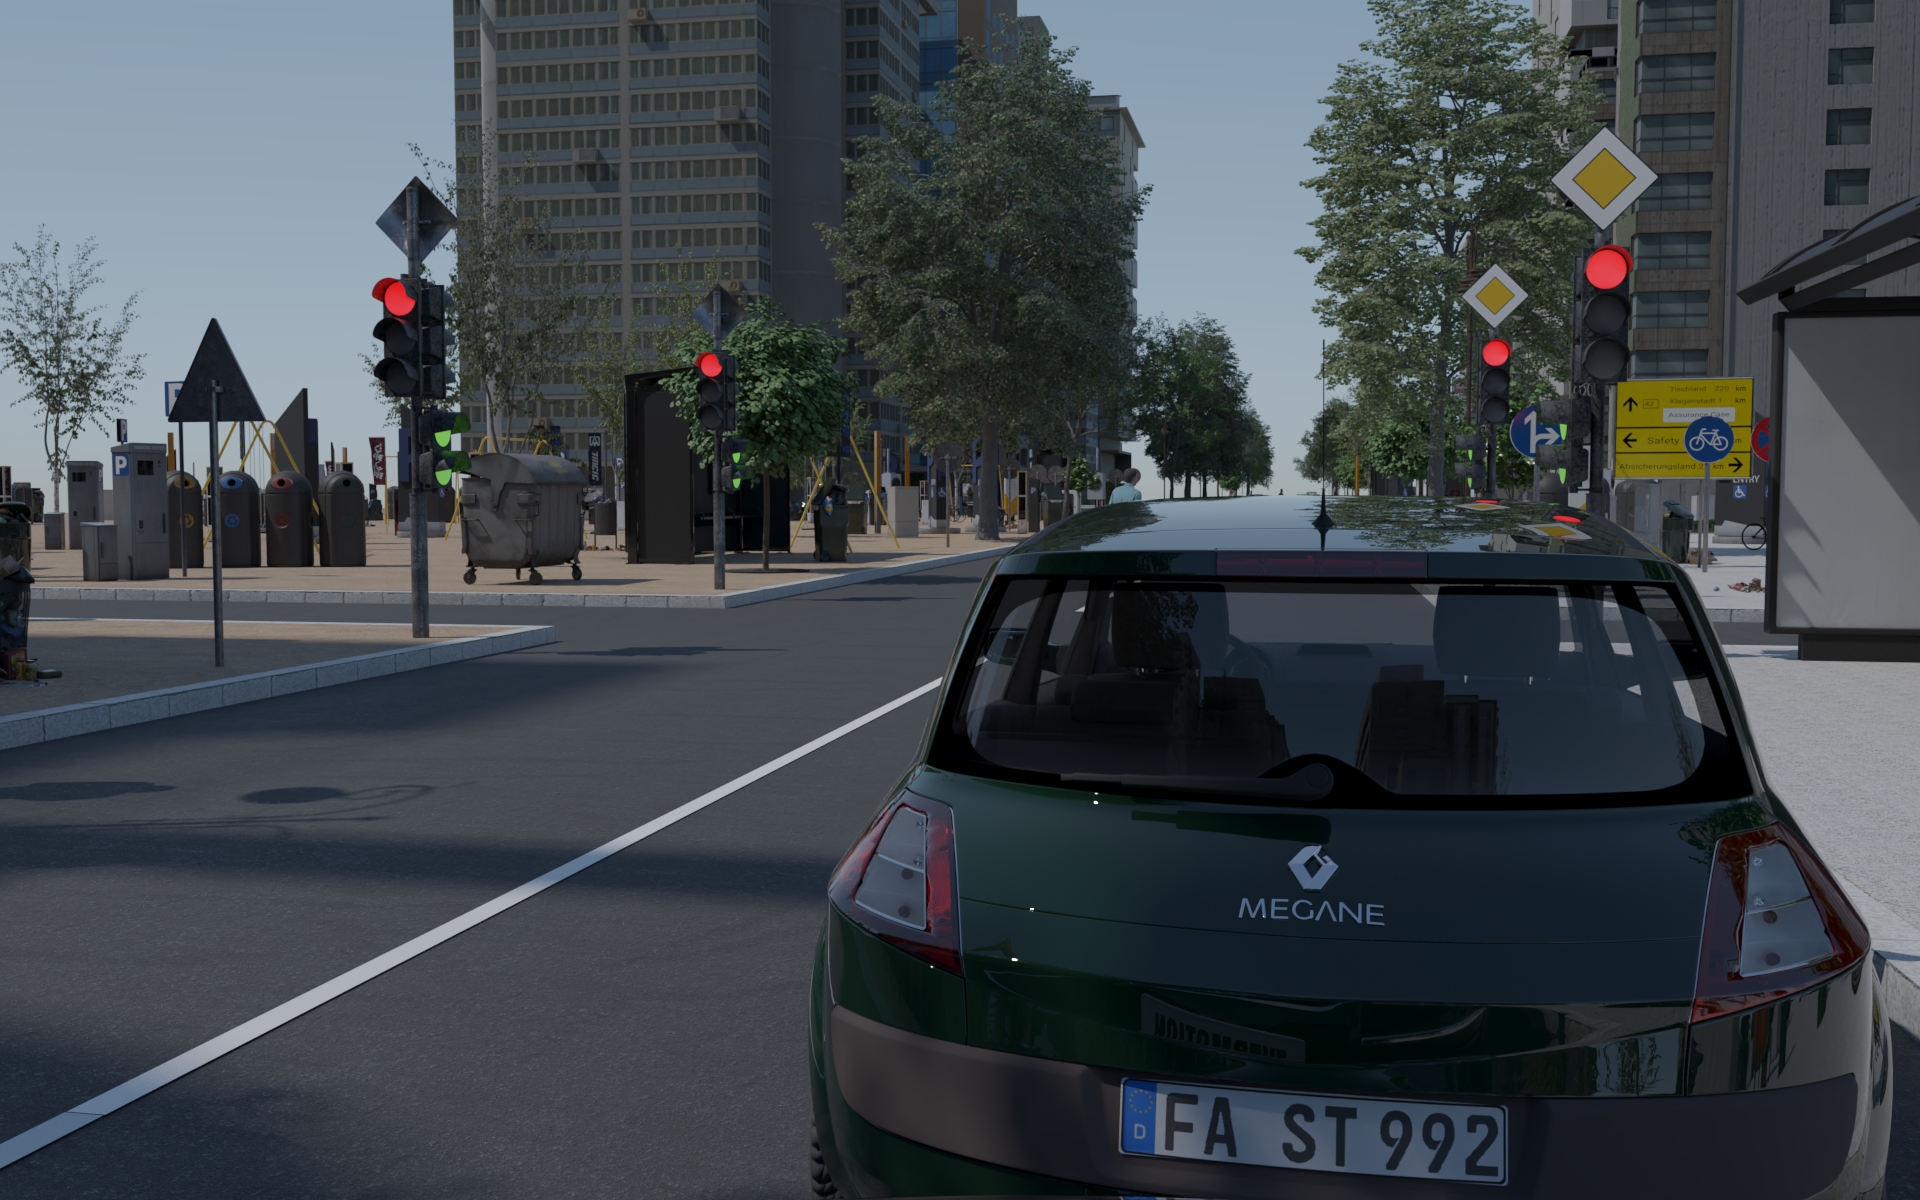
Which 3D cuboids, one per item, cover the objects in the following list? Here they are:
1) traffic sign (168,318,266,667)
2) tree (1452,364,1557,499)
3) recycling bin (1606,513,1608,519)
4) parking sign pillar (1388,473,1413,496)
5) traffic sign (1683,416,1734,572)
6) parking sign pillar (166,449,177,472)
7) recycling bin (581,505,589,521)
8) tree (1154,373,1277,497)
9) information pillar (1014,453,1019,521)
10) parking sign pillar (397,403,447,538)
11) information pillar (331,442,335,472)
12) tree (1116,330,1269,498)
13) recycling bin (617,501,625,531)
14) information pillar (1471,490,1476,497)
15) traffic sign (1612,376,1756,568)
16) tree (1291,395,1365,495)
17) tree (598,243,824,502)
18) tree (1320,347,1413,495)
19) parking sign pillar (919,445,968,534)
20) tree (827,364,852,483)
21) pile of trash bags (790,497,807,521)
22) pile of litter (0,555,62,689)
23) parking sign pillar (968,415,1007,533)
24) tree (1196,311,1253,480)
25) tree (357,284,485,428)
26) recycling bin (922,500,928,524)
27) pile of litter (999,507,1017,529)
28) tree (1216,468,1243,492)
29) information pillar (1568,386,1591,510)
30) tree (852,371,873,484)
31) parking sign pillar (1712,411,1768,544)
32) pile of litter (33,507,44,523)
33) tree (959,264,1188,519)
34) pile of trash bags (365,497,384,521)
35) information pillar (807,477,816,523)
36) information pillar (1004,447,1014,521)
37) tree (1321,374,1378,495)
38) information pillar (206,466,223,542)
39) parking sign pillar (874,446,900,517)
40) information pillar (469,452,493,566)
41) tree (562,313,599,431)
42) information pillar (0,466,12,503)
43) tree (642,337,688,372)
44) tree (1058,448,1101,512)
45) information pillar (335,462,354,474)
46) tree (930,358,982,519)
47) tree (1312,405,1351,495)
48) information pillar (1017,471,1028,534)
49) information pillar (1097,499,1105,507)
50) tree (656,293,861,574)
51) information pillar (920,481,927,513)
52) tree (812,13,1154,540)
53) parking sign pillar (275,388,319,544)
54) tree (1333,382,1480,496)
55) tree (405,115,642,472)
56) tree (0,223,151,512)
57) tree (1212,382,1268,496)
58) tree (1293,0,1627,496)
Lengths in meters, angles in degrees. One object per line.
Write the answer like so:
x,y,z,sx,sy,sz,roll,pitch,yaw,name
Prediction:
-5.510,-0.784,12.816,0.884,2.594,0.081,1,4,19,traffic sign
8.259,-1.920,25.992,1.663,3.219,1.824,0,3,0,tree
8.098,-0.643,23.061,0.722,1.027,0.722,-2,4,-30,recycling bin
17.531,-4.917,68.867,1.447,3.967,1.447,3,5,41,parking sign pillar
12.197,-1.724,28.286,0.768,2.556,0.104,1,4,13,traffic sign
-47.418,-7.031,103.423,1.447,3.967,1.447,1,4,22,parking sign pillar
-18.351,-4.383,84.221,0.722,1.027,0.722,-2,4,-25,recycling bin
21.576,-14.435,153.023,9.611,12.733,9.660,0,3,0,tree
2.548,-5.503,81.330,0.504,3.616,0.183,-2,4,-24,information pillar
-15.939,-3.839,51.234,1.447,3.967,1.447,1,4,9,parking sign pillar
-28.230,-5.301,78.024,0.183,3.616,0.504,-1,4,-10,information pillar
13.530,-11.343,111.218,9.928,11.665,9.643,0,3,0,tree
-11.584,-2.966,61.049,0.722,1.027,0.722,3,4,36,recycling bin
21.585,-4.983,72.823,0.183,3.616,0.504,0,4,-3,information pillar
12.602,-2.224,30.238,2.265,3.308,0.079,1,4,19,traffic sign
43.515,-17.323,200.239,9.611,12.733,9.660,0,3,0,tree
-7.377,-6.180,51.402,4.737,8.622,4.395,0,3,0,tree
20.640,-8.218,84.733,4.360,8.622,3.978,0,3,0,tree
-0.701,-4.138,56.128,1.447,3.967,1.447,-1,4,-12,parking sign pillar
-7.662,-7.391,71.208,4.737,8.622,4.395,0,3,0,tree
-8.771,-4.530,83.823,3.447,1.369,1.912,3,4,37,pile of trash bags
-6.886,0.123,11.948,1.176,0.858,1.719,-2,4,-32,pile of litter
0.867,-4.270,58.293,1.447,3.967,1.447,-1,4,-21,parking sign pillar
16.153,-13.214,122.696,9.857,13.997,8.962,0,3,0,tree
-18.291,-6.704,59.971,4.737,8.622,4.395,0,3,0,tree
-1.151,-3.729,73.525,0.722,1.027,0.722,2,4,26,recycling bin
1.708,-3.092,64.525,1.176,0.858,1.719,2,4,25,pile of litter
29.778,-12.638,190.347,4.285,4.588,4.351,0,3,0,tree
10.700,-2.348,29.742,0.504,3.616,0.183,1,4,13,information pillar
-6.838,-8.960,96.853,4.737,8.622,4.395,0,3,0,tree
20.287,-3.446,44.808,1.447,3.967,1.447,-3,4,-39,parking sign pillar
-41.759,-3.876,77.340,1.719,0.858,1.176,-3,4,-38,pile of litter
4.064,-8.011,65.397,8.767,10.594,7.601,-1,4,-16,tree
-28.806,-4.500,83.321,1.912,1.369,3.447,-1,4,-11,pile of trash bags
-6.498,-4.368,75.913,0.304,2.012,0.304,-2,4,-33,information pillar
2.209,-5.450,80.455,0.183,3.616,0.504,2,4,31,information pillar
23.345,-9.124,99.534,4.737,8.622,4.395,0,3,0,tree
-19.782,-2.540,46.018,0.304,2.012,0.304,2,4,26,information pillar
-3.615,-5.965,86.003,1.447,3.967,1.447,0,4,-5,parking sign pillar
-8.417,-1.591,30.508,0.304,2.012,0.304,2,4,28,information pillar
-12.733,-7.031,65.318,4.737,8.622,4.395,0,3,0,tree
-24.890,-2.481,45.061,0.304,2.012,0.304,0,4,8,information pillar
-13.680,-7.925,79.936,4.360,8.622,3.978,0,3,0,tree
5.111,-4.744,72.167,1.663,3.219,1.824,0,3,0,tree
-14.140,-2.161,39.830,0.304,2.012,0.304,3,5,43,information pillar
0.053,-8.372,87.245,4.360,8.622,3.978,0,3,0,tree
39.445,-14.851,177.223,7.601,10.594,8.767,-1,4,-21,tree
2.008,-3.126,55.596,0.304,2.012,0.304,0,4,7,information pillar
6.609,-4.695,81.250,0.304,2.012,0.304,2,4,30,information pillar
-3.273,-2.734,28.409,4.285,4.588,4.351,0,3,0,tree
-2.024,-5.634,96.602,0.304,2.012,0.304,2,4,27,information pillar
0.788,-8.646,48.011,9.857,13.997,8.962,0,3,0,tree
-17.046,-3.429,44.533,1.447,3.967,1.447,3,4,36,parking sign pillar
12.663,-3.903,47.532,4.285,4.588,4.351,0,3,0,tree
-8.949,-5.120,34.075,4.360,8.622,3.978,0,3,0,tree
-25.027,-5.988,48.267,4.360,8.622,3.978,0,3,0,tree
25.514,-15.979,171.630,12.009,13.543,11.850,0,3,0,tree
10.667,-7.303,37.524,7.486,12.596,7.792,0,3,0,tree
